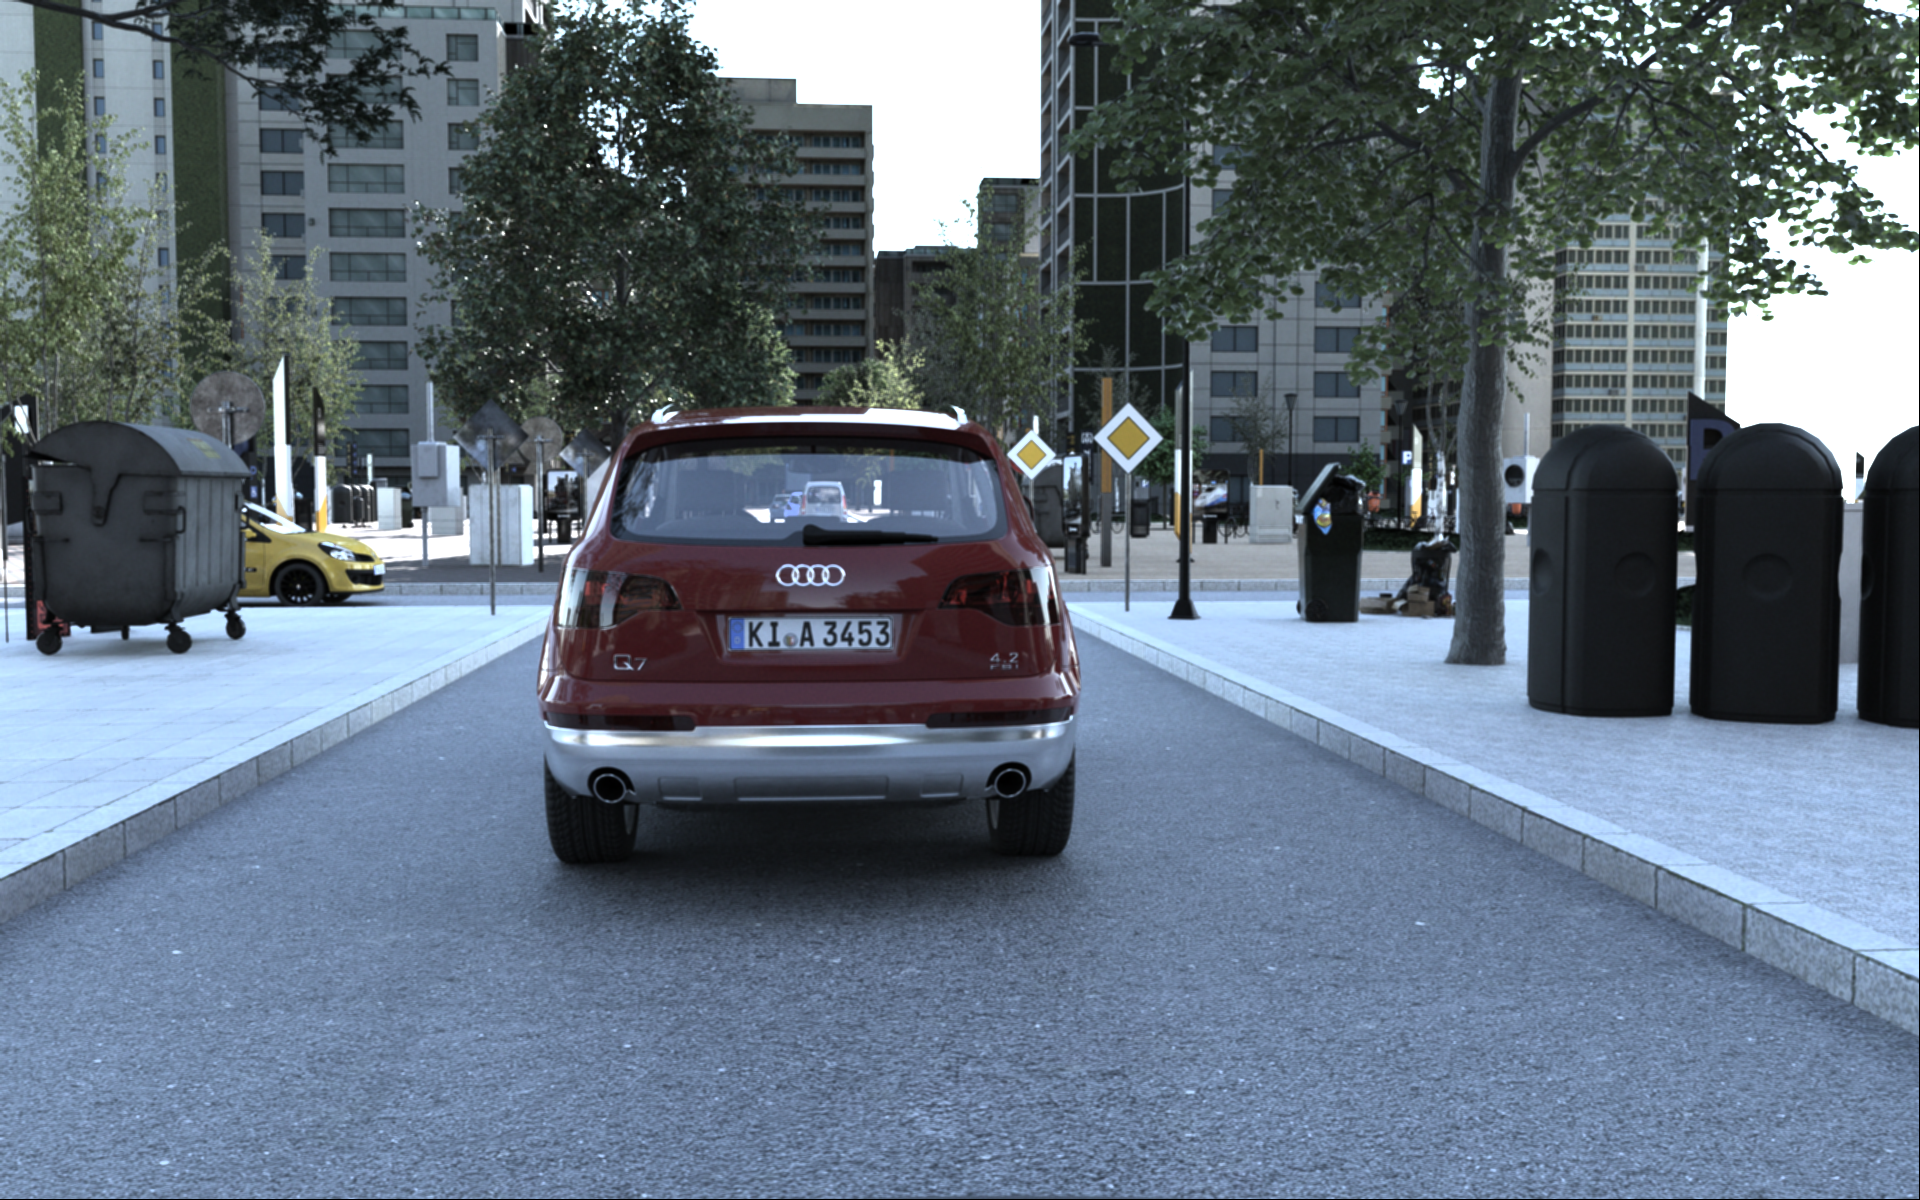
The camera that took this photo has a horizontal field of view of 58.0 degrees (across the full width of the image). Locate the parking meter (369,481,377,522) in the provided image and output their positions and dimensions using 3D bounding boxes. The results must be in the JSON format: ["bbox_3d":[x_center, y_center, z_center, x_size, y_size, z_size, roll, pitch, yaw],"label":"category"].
[{"bbox_3d":[-27.268,-4.573,80.481,0.255,1.863,0.399,-2,4,-27],"label":"parking meter"}]

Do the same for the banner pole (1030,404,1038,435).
[{"bbox_3d":[2.077,-3.572,48.427,0.401,3.779,0.863,1,4,19],"label":"banner pole"}]

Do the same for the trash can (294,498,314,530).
[{"bbox_3d":[-21.509,-2.753,56.658,0.748,1.137,0.748,0,3,0],"label":"trash can"}]

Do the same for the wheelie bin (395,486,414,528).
[{"bbox_3d":[-20.968,-3.498,65.093,0.980,1.594,0.693,2,4,30],"label":"wheelie bin"}]

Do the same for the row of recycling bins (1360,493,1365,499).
[{"bbox_3d":[22.010,-5.496,96.980,1.069,1.692,3.534,0,4,-1],"label":"row of recycling bins"}]

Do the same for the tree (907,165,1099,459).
[{"bbox_3d":[0.928,-5.475,39.877,4.737,8.622,4.395,0,3,0],"label":"tree"}]

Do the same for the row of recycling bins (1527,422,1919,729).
[{"bbox_3d":[5.124,-0.171,9.908,3.534,1.692,1.069,1,4,15],"label":"row of recycling bins"}]

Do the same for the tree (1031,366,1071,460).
[{"bbox_3d":[4.538,-9.173,100.340,4.360,8.622,3.978,0,3,0],"label":"tree"}]

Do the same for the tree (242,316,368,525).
[{"bbox_3d":[-26.084,-7.360,70.699,4.737,8.622,4.395,0,3,0],"label":"tree"}]

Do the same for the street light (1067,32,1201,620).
[{"bbox_3d":[1.777,-2.759,17.656,1.470,5.913,1.316,0,4,-5],"label":"street light"}]

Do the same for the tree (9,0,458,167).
[{"bbox_3d":[-6.123,-4.545,8.731,7.601,10.594,8.767,0,4,4],"label":"tree"}]

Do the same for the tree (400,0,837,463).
[{"bbox_3d":[-7.565,-7.417,38.283,9.611,12.733,9.660,0,3,0],"label":"tree"}]

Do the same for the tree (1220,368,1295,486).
[{"bbox_3d":[17.414,-9.265,101.843,4.360,8.622,3.978,0,3,0],"label":"tree"}]

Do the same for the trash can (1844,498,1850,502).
[{"bbox_3d":[29.677,-2.873,58.625,0.748,1.137,0.748,0,3,0],"label":"trash can"}]

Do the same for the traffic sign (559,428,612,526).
[{"bbox_3d":[-5.667,-1.382,26.238,0.795,2.450,0.064,0,4,-5],"label":"traffic sign"}]

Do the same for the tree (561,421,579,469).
[{"bbox_3d":[-18.976,-7.953,80.398,4.737,8.622,4.395,0,3,0],"label":"tree"}]

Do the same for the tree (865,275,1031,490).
[{"bbox_3d":[-0.354,-6.627,58.713,4.360,8.622,3.978,0,3,0],"label":"tree"}]

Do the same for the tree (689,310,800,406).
[{"bbox_3d":[-13.564,-11.596,107.729,7.486,12.596,7.792,0,3,0],"label":"tree"}]

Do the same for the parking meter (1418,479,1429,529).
[{"bbox_3d":[17.178,-3.586,64.345,0.399,1.863,0.255,3,5,41],"label":"parking meter"}]

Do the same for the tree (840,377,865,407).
[{"bbox_3d":[-3.232,-7.885,79.282,4.360,8.622,3.978,0,3,0],"label":"tree"}]

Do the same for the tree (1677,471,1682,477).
[{"bbox_3d":[28.772,-4.436,67.125,1.663,3.219,1.824,0,3,0],"label":"tree"}]

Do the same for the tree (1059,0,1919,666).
[{"bbox_3d":[4.330,-5.800,12.954,7.486,12.596,7.792,0,3,0],"label":"tree"}]

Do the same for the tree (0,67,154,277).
[{"bbox_3d":[-15.890,-4.844,29.568,4.737,8.622,4.395,0,3,0],"label":"tree"}]

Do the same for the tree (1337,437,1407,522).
[{"bbox_3d":[13.739,-3.908,58.500,1.663,3.219,1.824,0,3,0],"label":"tree"}]

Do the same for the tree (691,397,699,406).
[{"bbox_3d":[-11.861,-8.508,73.515,7.601,10.594,8.767,-1,4,-9],"label":"tree"}]

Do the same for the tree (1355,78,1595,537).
[{"bbox_3d":[8.718,-4.897,30.424,4.360,8.622,3.978,0,3,0],"label":"tree"}]

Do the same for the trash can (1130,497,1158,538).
[{"bbox_3d":[5.274,-2.406,50.991,0.748,1.137,0.748,0,3,0],"label":"trash can"}]

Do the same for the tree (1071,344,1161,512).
[{"bbox_3d":[7.724,-8.204,84.494,4.360,8.622,3.978,0,3,0],"label":"tree"}]

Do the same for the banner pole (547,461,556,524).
[{"bbox_3d":[-17.593,-5.122,73.754,0.401,3.779,0.863,2,4,28],"label":"banner pole"}]

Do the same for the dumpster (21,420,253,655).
[{"bbox_3d":[-6.845,-0.535,14.514,1.264,1.857,1.865,0,4,-5],"label":"dumpster"}]

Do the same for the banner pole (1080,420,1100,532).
[{"bbox_3d":[4.481,-4.217,58.965,0.863,3.779,0.401,1,4,14],"label":"banner pole"}]

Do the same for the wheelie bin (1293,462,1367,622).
[{"bbox_3d":[3.763,-0.591,17.578,0.693,1.594,0.980,0,4,3],"label":"wheelie bin"}]

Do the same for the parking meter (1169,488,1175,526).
[{"bbox_3d":[8.696,-3.787,70.329,0.372,1.533,0.369,0,3,0],"label":"parking meter"}]

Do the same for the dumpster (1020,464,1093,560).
[{"bbox_3d":[1.931,-1.757,34.480,1.264,1.857,1.865,0,4,-5],"label":"dumpster"}]

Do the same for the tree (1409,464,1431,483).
[{"bbox_3d":[20.843,-5.183,79.337,1.663,3.219,1.824,0,3,0],"label":"tree"}]

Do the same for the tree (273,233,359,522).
[{"bbox_3d":[-18.542,-5.959,47.787,4.360,8.622,3.978,0,3,0],"label":"tree"}]

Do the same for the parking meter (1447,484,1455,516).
[{"bbox_3d":[28.758,-5.861,101.530,0.399,1.863,0.255,3,4,37],"label":"parking meter"}]

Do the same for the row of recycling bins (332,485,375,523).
[{"bbox_3d":[-27.073,-4.301,77.427,1.069,1.692,3.534,0,4,1],"label":"row of recycling bins"}]

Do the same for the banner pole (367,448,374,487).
[{"bbox_3d":[-32.091,-6.388,94.455,0.863,3.779,0.401,3,5,42],"label":"banner pole"}]

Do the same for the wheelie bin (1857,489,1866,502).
[{"bbox_3d":[33.156,-3.378,63.142,0.693,1.594,0.980,0,4,7],"label":"wheelie bin"}]

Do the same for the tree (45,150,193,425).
[{"bbox_3d":[-18.311,-5.365,38.088,4.360,8.622,3.978,0,3,0],"label":"tree"}]

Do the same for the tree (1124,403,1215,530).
[{"bbox_3d":[7.493,-4.819,62.502,4.285,4.588,4.351,0,3,0],"label":"tree"}]

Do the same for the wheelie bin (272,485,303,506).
[{"bbox_3d":[-22.995,-3.143,59.301,0.980,1.594,0.693,-2,4,-31],"label":"wheelie bin"}]

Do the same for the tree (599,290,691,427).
[{"bbox_3d":[-10.377,-6.503,56.685,4.360,8.622,3.978,0,3,0],"label":"tree"}]

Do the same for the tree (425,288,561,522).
[{"bbox_3d":[-16.359,-6.660,59.254,4.737,8.622,4.395,0,3,0],"label":"tree"}]
